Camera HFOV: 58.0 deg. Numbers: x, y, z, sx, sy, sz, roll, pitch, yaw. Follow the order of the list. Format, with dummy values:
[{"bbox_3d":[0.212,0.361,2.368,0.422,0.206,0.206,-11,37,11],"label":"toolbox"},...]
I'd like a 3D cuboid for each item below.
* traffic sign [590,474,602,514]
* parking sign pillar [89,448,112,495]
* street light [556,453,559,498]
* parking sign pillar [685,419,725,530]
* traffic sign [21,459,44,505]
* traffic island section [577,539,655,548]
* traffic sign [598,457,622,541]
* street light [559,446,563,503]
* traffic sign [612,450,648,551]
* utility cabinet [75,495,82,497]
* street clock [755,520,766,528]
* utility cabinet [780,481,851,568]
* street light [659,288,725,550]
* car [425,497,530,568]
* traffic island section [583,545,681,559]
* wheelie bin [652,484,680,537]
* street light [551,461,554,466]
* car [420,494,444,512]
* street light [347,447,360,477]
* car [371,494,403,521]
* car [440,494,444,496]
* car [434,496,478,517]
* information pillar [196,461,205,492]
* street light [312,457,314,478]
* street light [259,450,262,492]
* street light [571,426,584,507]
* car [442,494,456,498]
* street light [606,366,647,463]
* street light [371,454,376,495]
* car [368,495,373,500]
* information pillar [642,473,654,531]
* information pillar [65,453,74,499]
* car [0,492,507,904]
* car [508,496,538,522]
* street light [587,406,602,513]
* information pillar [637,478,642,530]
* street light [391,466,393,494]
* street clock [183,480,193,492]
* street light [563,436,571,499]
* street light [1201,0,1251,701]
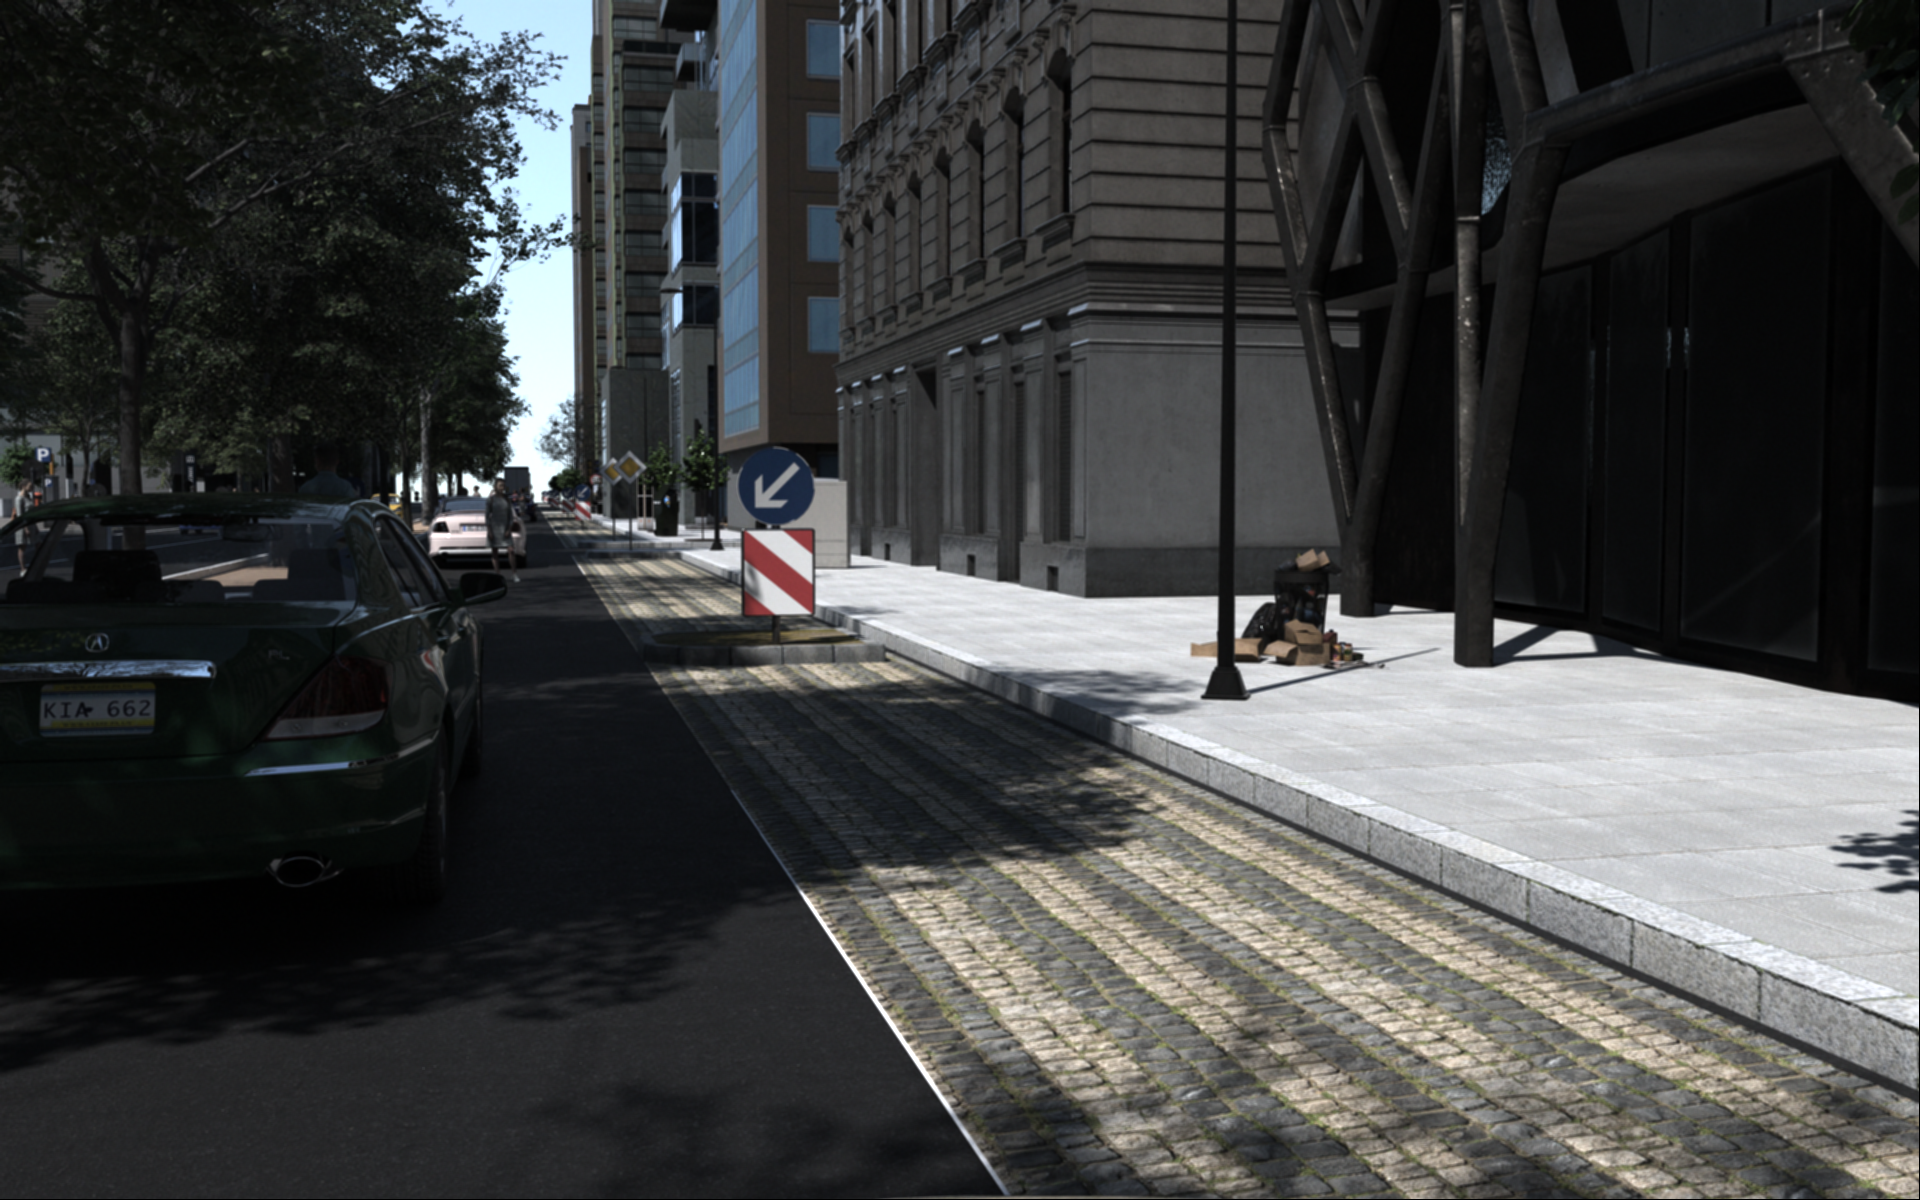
[{"bbox_3d":[-22.983,-6.687,109.440,0.768,2.556,0.104,-1,4,-9],"label":"traffic sign"},{"bbox_3d":[-49.559,-6.814,99.882,1.447,3.967,1.447,1,4,14],"label":"parking sign pillar"},{"bbox_3d":[-44.476,-13.564,194.308,1.470,5.913,1.316,-1,4,-14],"label":"street light"},{"bbox_3d":[-9.248,-4.539,62.691,1.447,3.967,1.447,0,4,5],"label":"parking sign pillar"},{"bbox_3d":[-33.510,-3.823,62.613,0.768,2.556,0.104,-1,4,-13],"label":"traffic sign"},{"bbox_3d":[-9.392,-1.521,47.145,2.009,0.180,2.903,-1,4,-14],"label":"traffic island section"},{"bbox_3d":[-9.413,-2.656,47.063,0.795,2.450,0.064,-1,4,-14],"label":"traffic sign"},{"bbox_3d":[-37.471,-11.842,166.153,1.470,5.913,1.316,-1,4,-14],"label":"street light"},{"bbox_3d":[-7.487,-2.182,39.312,0.795,2.450,0.064,-1,4,-14],"label":"traffic sign"},{"bbox_3d":[-45.068,-4.743,88.702,0.306,1.237,1.020,-3,4,-37],"label":"utility cabinet"},{"bbox_3d":[-4.218,-1.963,36.663,0.471,2.002,0.358,-3,4,-38],"label":"street clock"},{"bbox_3d":[-2.488,-1.295,29.851,1.173,1.500,0.318,0,4,8],"label":"utility cabinet"},{"bbox_3d":[-6.073,-4.080,39.253,1.470,5.913,1.316,-1,4,-14],"label":"street light"},{"bbox_3d":[-9.718,-1.379,34.917,2.083,1.381,4.827,-1,4,-15],"label":"car"},{"bbox_3d":[-7.466,-1.047,39.395,2.009,0.180,2.903,-1,4,-14],"label":"traffic island section"},{"bbox_3d":[-9.170,-2.819,53.994,0.693,1.594,0.980,0,4,-5],"label":"wheelie bin"},{"bbox_3d":[-50.392,-15.013,218.001,1.470,5.913,1.316,-1,4,-14],"label":"street light"},{"bbox_3d":[-42.918,-8.035,140.957,1.945,1.707,3.694,-1,4,-13],"label":"car"},{"bbox_3d":[-60.377,-12.221,172.358,1.470,5.913,1.316,-1,4,-14],"label":"street light"},{"bbox_3d":[-27.370,-4.426,82.588,2.015,1.641,3.980,-1,4,-16],"label":"car"},{"bbox_3d":[-71.971,-14.055,239.387,1.945,1.707,3.694,-1,4,-15],"label":"car"},{"bbox_3d":[-16.951,-2.870,59.289,2.083,1.381,4.827,-1,4,-12],"label":"car"},{"bbox_3d":[-50.133,-7.525,114.382,0.504,3.616,0.183,-2,4,-29],"label":"information pillar"},{"bbox_3d":[-53.385,-10.515,144.460,1.470,5.913,1.316,-1,4,-14],"label":"street light"},{"bbox_3d":[-46.527,-8.810,116.591,1.470,5.913,1.316,-1,4,-14],"label":"street light"},{"bbox_3d":[-25.824,-8.971,119.212,1.470,5.913,1.316,-1,4,-14],"label":"street light"},{"bbox_3d":[-46.741,-8.976,158.755,2.014,1.417,4.499,-1,4,-14],"label":"car"},{"bbox_3d":[-11.948,-5.522,62.834,1.470,5.913,1.316,-1,4,-14],"label":"street light"},{"bbox_3d":[-66.724,-13.803,198.227,1.470,5.913,1.316,-1,4,-14],"label":"street light"},{"bbox_3d":[-45.897,-7.575,136.437,1.945,1.354,3.894,-1,4,-14],"label":"car"},{"bbox_3d":[-10.940,-3.451,60.922,0.304,2.012,0.304,-1,4,-10],"label":"information pillar"},{"bbox_3d":[-47.962,-6.236,93.310,0.183,3.616,0.504,1,4,10],"label":"information pillar"},{"bbox_3d":[-3.016,0.276,7.278,2.131,1.459,4.920,-1,4,-13],"label":"car"},{"bbox_3d":[-22.883,-4.724,89.814,1.945,1.354,3.894,-1,4,-16],"label":"car"},{"bbox_3d":[-18.833,-7.248,91.044,1.470,5.913,1.316,-1,4,-14],"label":"street light"},{"bbox_3d":[-11.225,-3.479,61.367,0.304,2.012,0.304,2,4,25],"label":"information pillar"},{"bbox_3d":[-73.596,-15.508,226.094,1.470,5.913,1.316,-1,4,-14],"label":"street light"},{"bbox_3d":[-40.819,-5.324,91.614,0.471,2.002,0.358,-2,4,-30],"label":"street clock"},{"bbox_3d":[-30.665,-10.136,138.271,1.470,5.913,1.316,-1,4,-14],"label":"street light"},{"bbox_3d":[1.149,-2.329,10.620,1.470,5.913,1.316,-1,4,-14],"label":"street light"}]
